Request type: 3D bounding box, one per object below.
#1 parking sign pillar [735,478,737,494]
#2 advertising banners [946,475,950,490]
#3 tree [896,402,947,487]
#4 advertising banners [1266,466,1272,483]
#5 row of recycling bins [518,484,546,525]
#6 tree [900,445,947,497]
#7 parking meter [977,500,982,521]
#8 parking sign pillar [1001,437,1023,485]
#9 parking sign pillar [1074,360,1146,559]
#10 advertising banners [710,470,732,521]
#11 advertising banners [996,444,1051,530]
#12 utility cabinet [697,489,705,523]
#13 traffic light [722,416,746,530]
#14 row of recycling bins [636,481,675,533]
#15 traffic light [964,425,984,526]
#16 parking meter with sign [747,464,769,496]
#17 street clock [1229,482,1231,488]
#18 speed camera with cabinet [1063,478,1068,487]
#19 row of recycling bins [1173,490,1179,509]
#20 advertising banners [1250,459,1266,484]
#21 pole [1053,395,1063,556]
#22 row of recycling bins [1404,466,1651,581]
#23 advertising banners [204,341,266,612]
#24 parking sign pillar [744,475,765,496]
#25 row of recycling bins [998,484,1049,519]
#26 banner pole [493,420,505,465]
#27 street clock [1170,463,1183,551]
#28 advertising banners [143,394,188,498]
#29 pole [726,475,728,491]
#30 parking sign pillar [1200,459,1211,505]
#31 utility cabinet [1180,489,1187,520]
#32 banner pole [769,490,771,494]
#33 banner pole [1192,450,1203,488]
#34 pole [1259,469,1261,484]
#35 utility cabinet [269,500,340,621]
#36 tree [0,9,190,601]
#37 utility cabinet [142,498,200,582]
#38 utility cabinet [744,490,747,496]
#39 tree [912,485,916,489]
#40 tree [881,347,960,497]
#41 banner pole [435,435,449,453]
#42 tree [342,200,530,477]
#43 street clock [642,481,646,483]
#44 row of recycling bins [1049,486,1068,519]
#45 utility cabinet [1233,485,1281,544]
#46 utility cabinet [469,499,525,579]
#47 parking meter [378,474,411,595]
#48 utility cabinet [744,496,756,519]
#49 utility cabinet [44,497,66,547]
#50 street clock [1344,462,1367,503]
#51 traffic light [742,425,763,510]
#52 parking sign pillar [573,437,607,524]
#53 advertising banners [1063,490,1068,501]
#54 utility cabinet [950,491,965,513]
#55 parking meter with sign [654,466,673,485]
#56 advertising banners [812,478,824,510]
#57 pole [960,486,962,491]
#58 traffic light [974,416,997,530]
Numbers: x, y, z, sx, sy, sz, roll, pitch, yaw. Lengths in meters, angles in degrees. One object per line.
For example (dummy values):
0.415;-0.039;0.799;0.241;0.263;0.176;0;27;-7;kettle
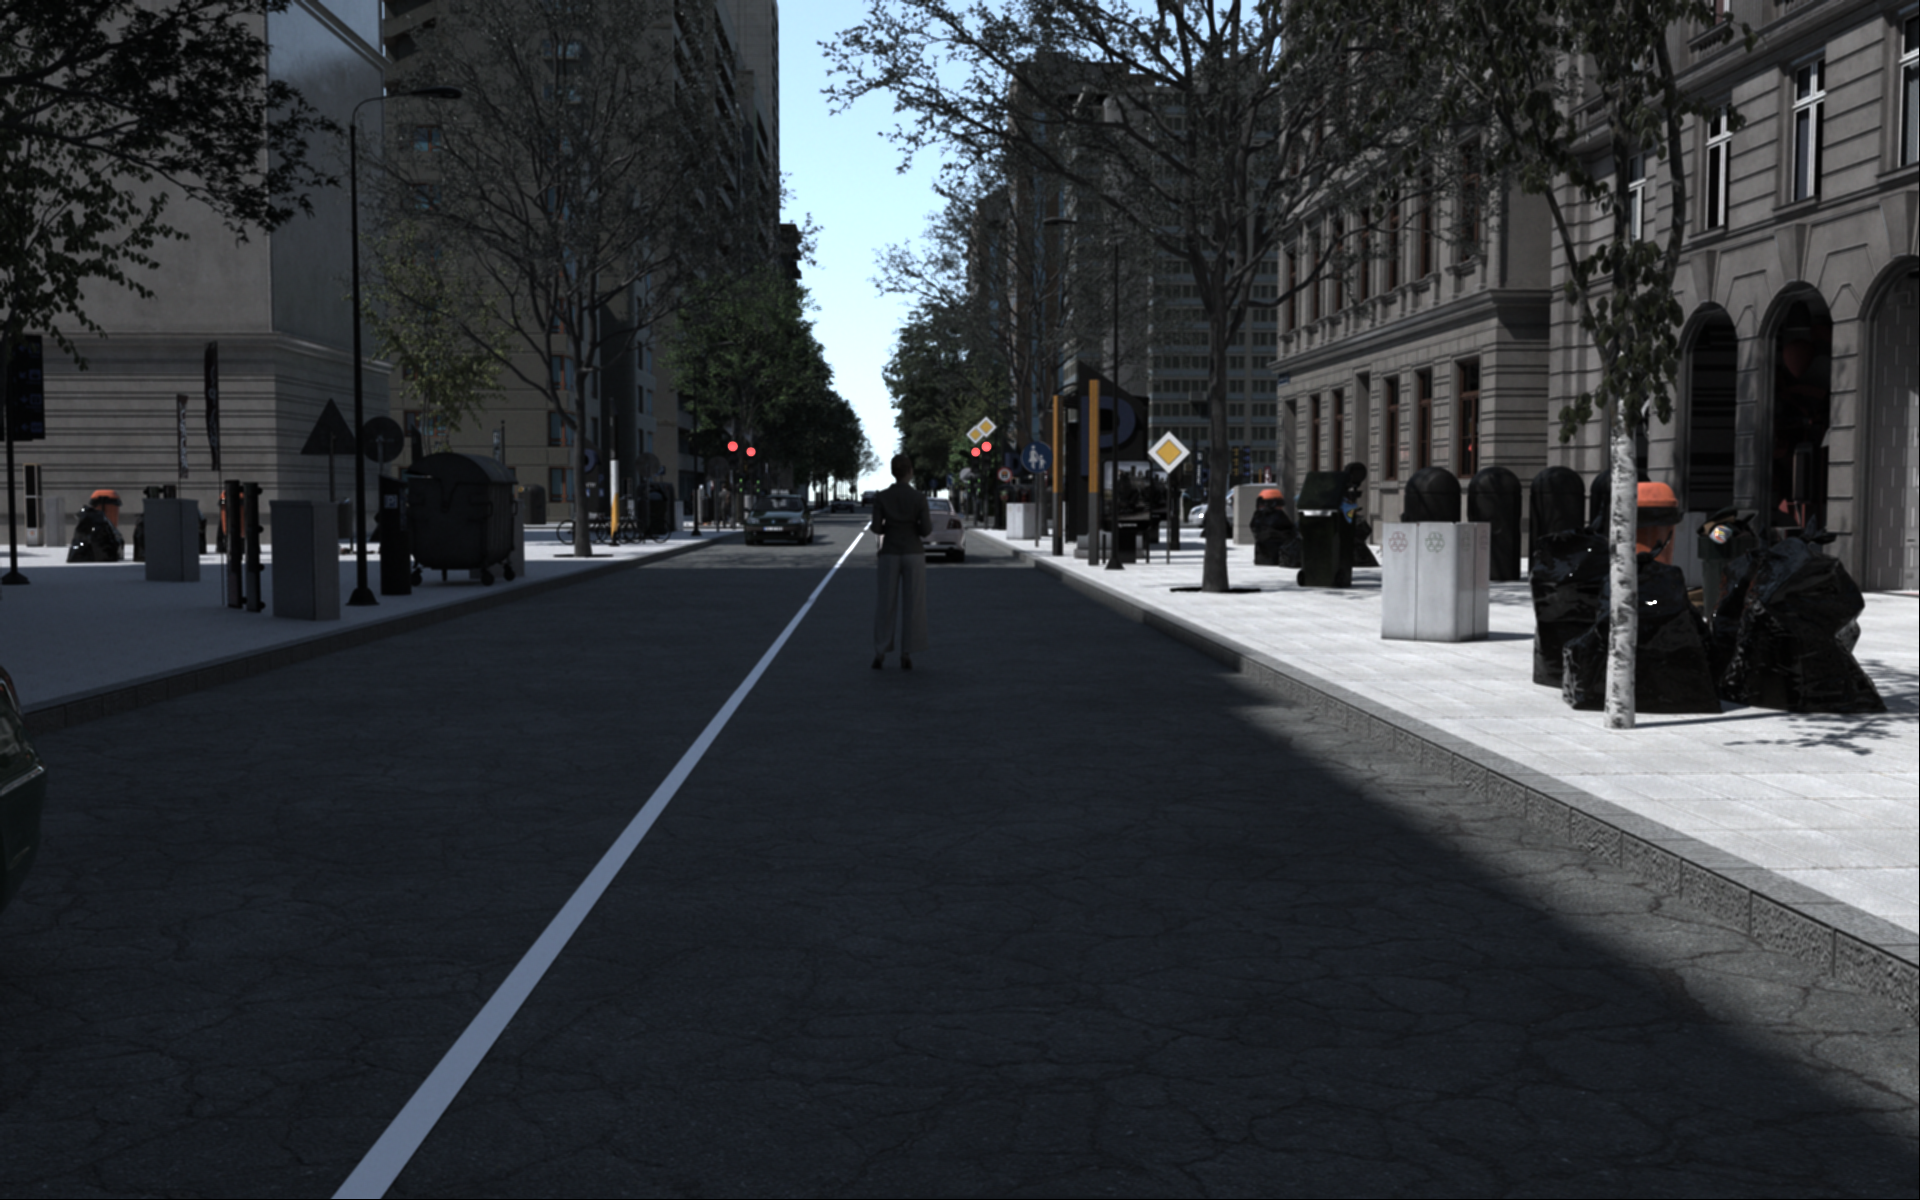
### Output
-18.212;-9.496;143.724;1.447;3.967;1.447;1;4;19;parking sign pillar
-0.421;-7.576;120.056;0.090;3.025;2.074;2;4;34;advertising banners
-2.819;-15.633;173.725;7.486;12.596;7.792;0;3;0;tree
18.714;-6.895;108.920;0.090;3.025;2.074;-3;5;-41;advertising banners
-18.078;-4.048;73.297;1.069;1.692;3.534;-1;4;-19;row of recycling bins
-3.903;-19.170;230.429;9.611;12.733;9.660;0;3;0;tree
0.889;-4.501;82.009;0.372;1.533;0.369;0;3;0;parking meter
2.461;-5.713;81.877;1.447;3.967;1.447;3;4;36;parking sign pillar
2.999;-2.818;34.543;1.447;3.967;1.447;0;4;7;parking sign pillar
-11.280;-5.283;82.572;0.090;3.025;2.074;2;4;26;advertising banners
2.246;-3.976;61.203;2.074;3.025;0.090;2;4;23;advertising banners
-11.420;-4.102;75.752;0.318;1.500;1.173;0;4;1;utility cabinet
-8.084;-4.470;62.009;0.839;4.253;0.868;0;4;-2;traffic light
-10.194;-3.105;57.877;1.069;1.692;3.534;0;4;-1;row of recycling bins
0.607;-4.981;70.355;0.839;4.253;0.868;0;4;-2;traffic light
-11.612;-6.173;97.188;1.738;3.016;0.543;-1;4;-15;parking meter with sign
14.846;-5.635;96.694;0.471;2.002;0.358;-1;4;-8;street clock
5.410;-6.360;98.313;2.038;3.252;0.660;-3;5;-43;speed camera with cabinet
12.728;-6.493;113.272;3.534;1.692;1.069;-2;4;-29;row of recycling bins
14.846;-5.543;86.815;0.090;3.025;2.074;2;4;28;advertising banners
2.031;-2.571;35.874;0.158;3.312;0.155;0;3;0;pole
8.436;-1.141;25.765;3.534;1.692;1.069;1;4;9;row of recycling bins
-8.168;-1.422;19.442;0.090;3.025;2.074;-3;4;-37;advertising banners
-16.218;-9.228;139.342;1.447;3.967;1.447;-3;5;-41;parking sign pillar
2.468;-3.998;72.478;1.069;1.692;3.534;2;4;25;row of recycling bins
-15.633;-4.212;58.883;0.863;3.779;0.401;3;5;43;banner pole
4.862;-2.116;39.163;0.358;2.002;0.471;2;4;24;street clock
-13.582;-2.051;29.729;0.090;3.025;2.074;0;4;-5;advertising banners
-19.358;-9.188;144.066;0.158;3.312;0.155;0;3;0;pole
18.943;-8.810;132.511;1.447;3.967;1.447;-2;4;-32;parking sign pillar
10.971;-4.564;83.296;0.318;1.500;1.173;2;4;32;utility cabinet
-11.525;-7.031;104.967;0.401;3.779;0.863;0;4;-7;banner pole
11.945;-5.965;87.548;0.401;3.779;0.863;-3;5;-40;banner pole
23.982;-8.843;138.427;0.158;3.312;0.155;0;3;0;pole
-6.785;-0.415;17.952;0.306;1.237;1.020;-3;5;-44;utility cabinet
-11.636;-4.310;20.836;4.737;8.622;4.395;0;3;0;tree
-11.660;-0.885;25.625;1.020;1.237;0.306;2;4;35;utility cabinet
-12.349;-5.742;102.562;1.173;1.500;0.318;0;4;-6;utility cabinet
-2.521;-12.299;184.794;4.285;4.588;4.351;0;3;0;tree
-2.833;-21.516;207.672;12.611;20.169;13.585;0;3;0;tree
-21.713;-5.065;72.834;0.401;3.779;0.863;3;4;37;banner pole
-12.843;-5.646;42.667;4.737;8.622;4.395;0;3;0;tree
-16.845;-5.414;93.091;0.471;2.002;0.358;2;4;32;street clock
5.570;-4.871;86.752;1.069;1.692;3.534;-3;5;-43;row of recycling bins
7.513;-2.152;43.856;1.173;1.500;0.318;-1;4;-17;utility cabinet
-7.123;-0.947;26.648;0.306;1.237;1.020;1;4;23;utility cabinet
-7.199;-0.835;22.071;0.372;1.533;0.369;0;3;0;parking meter
-8.901;-3.796;73.220;0.306;1.237;1.020;1;4;12;utility cabinet
-22.094;-1.904;42.290;0.306;1.237;1.020;-1;4;-18;utility cabinet
9.023;-2.141;39.576;0.471;2.002;0.358;-1;4;-20;street clock
-8.397;-4.958;69.988;0.839;4.253;0.868;0;4;-2;traffic light
-15.971;-5.266;74.566;1.447;3.967;1.447;2;4;26;parking sign pillar
4.178;-3.948;60.740;2.074;3.025;0.090;-2;4;-30;advertising banners
-0.088;-6.622;116.956;1.173;1.500;0.318;1;4;15;utility cabinet
-18.321;-6.874;108.656;0.543;3.016;1.738;1;4;20;parking meter with sign
-11.662;-8.929;142.170;0.090;3.025;2.074;-2;4;-31;advertising banners
0.073;-8.379;130.842;0.158;3.312;0.155;0;3;0;pole
0.920;-4.493;62.376;0.839;4.253;0.868;0;4;-2;traffic light
